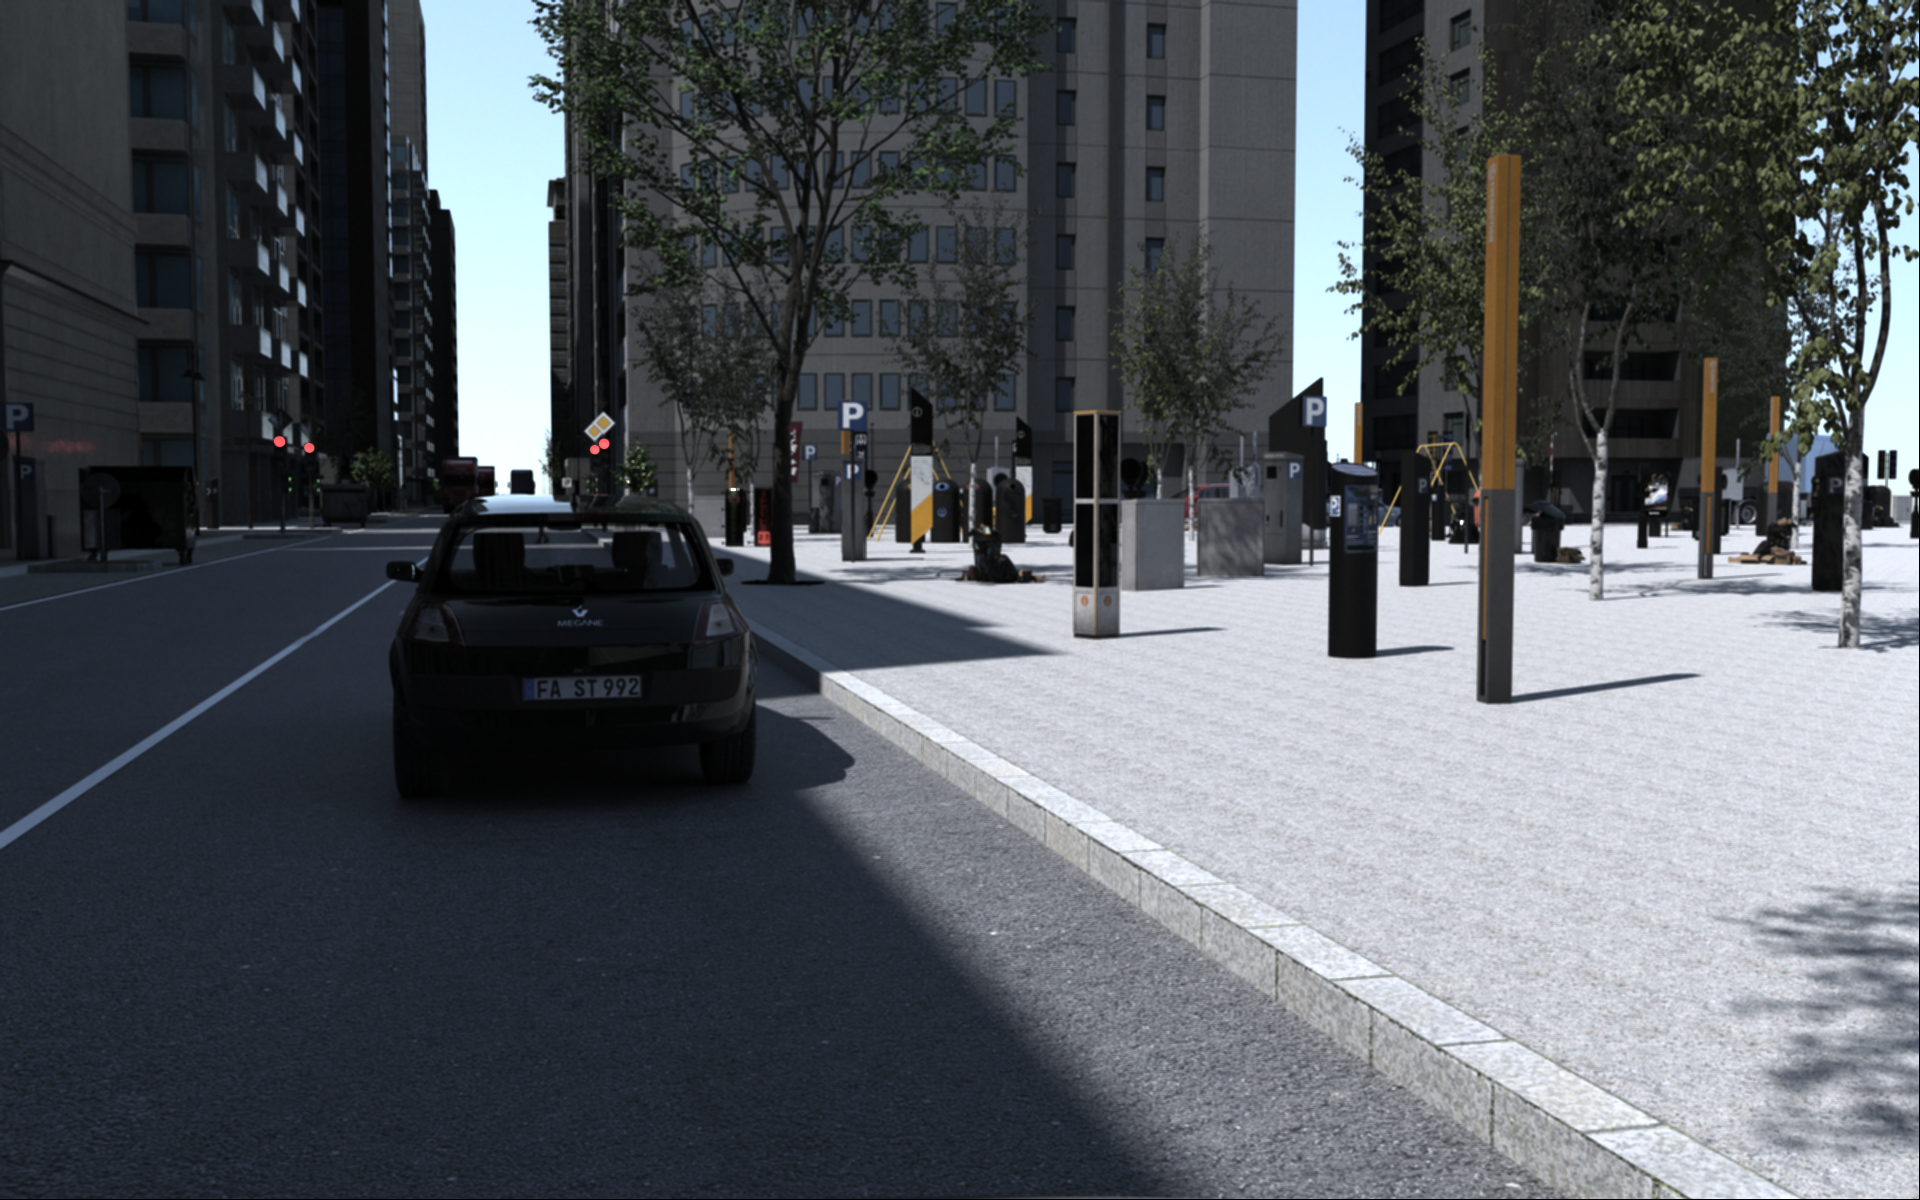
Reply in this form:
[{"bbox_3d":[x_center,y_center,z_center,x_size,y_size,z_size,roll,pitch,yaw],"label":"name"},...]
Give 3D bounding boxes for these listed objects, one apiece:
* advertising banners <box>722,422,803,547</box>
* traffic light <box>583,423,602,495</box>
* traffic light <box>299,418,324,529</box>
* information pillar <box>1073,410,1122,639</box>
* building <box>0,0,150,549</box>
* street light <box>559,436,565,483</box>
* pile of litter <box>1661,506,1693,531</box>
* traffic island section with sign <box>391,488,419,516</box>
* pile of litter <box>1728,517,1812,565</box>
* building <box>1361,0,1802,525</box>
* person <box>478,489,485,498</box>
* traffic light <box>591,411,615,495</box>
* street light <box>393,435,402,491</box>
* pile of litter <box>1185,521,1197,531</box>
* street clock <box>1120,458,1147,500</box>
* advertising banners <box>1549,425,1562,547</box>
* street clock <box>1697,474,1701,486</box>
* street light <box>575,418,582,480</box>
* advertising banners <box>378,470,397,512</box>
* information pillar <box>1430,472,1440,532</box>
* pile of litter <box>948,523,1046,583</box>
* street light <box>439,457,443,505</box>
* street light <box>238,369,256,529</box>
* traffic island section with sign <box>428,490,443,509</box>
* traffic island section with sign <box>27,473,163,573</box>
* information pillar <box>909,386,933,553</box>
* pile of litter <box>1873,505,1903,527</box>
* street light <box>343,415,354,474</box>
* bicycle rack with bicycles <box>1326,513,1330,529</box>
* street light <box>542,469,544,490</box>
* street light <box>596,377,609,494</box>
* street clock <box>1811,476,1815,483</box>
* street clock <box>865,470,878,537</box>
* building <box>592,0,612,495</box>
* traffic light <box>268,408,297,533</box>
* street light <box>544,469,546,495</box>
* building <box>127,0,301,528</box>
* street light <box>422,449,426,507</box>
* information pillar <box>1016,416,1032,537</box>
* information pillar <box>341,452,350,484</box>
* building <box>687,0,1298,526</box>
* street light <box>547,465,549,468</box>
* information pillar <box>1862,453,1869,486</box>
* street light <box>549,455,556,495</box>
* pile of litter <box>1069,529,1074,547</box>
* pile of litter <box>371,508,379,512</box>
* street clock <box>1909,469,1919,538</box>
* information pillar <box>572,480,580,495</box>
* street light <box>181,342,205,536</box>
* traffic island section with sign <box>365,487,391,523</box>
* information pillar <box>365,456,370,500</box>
[{"bbox_3d":[-4.797,-2.805,42.051,2.074,3.025,0.090,1,4,13],"label":"advertising banners"},{"bbox_3d":[-14.064,-4.753,66.628,0.839,4.253,0.868,-1,4,-14],"label":"traffic light"},{"bbox_3d":[-24.012,-4.599,64.119,0.839,4.253,0.868,-1,4,-14],"label":"traffic light"},{"bbox_3d":[1.218,-0.668,15.412,0.304,2.012,0.304,-3,4,-39],"label":"information pillar"},{"bbox_3d":[-37.765,-12.852,43.407,30.059,22.955,16.112,-1,4,-14],"label":"building"},{"bbox_3d":[-33.012,-10.449,143.626,0.468,5.910,1.993,-1,4,-14],"label":"street light"},{"bbox_3d":[25.499,-2.864,60.791,1.719,0.858,1.176,3,4,37],"label":"pile of litter"},{"bbox_3d":[-36.239,-6.359,112.599,1.989,1.847,2.006,-1,4,-14],"label":"traffic island section with sign"},{"bbox_3d":[14.958,-1.101,31.966,1.176,0.858,1.719,0,4,-4],"label":"pile of litter"},{"bbox_3d":[28.357,-18.927,81.155,14.107,30.474,14.160,-1,4,-14],"label":"building"},{"bbox_3d":[-34.077,-7.015,123.363,0.590,1.801,0.661,-1,4,-18],"label":"person"},{"bbox_3d":[-12.116,-4.279,58.883,0.839,4.253,0.868,-1,4,-14],"label":"traffic light"},{"bbox_3d":[-44.823,-10.135,138.500,0.468,5.910,1.993,-1,4,-14],"label":"street light"},{"bbox_3d":[8.276,-2.855,60.639,1.176,0.858,1.719,0,4,7],"label":"pile of litter"},{"bbox_3d":[3.424,-1.846,34.754,0.471,2.002,0.358,1,4,17],"label":"street clock"},{"bbox_3d":[13.977,-2.722,40.690,0.090,3.025,2.074,1,4,13],"label":"advertising banners"},{"bbox_3d":[24.731,-3.236,57.484,0.471,2.002,0.358,0,4,8],"label":"street clock"},{"bbox_3d":[-22.745,-7.979,103.240,0.468,5.910,1.993,-1,4,-14],"label":"street light"},{"bbox_3d":[-42.103,-8.036,127.572,0.090,3.025,2.074,1,4,22],"label":"advertising banners"},{"bbox_3d":[15.912,-3.282,58.153,0.304,2.012,0.304,0,4,5],"label":"information pillar"},{"bbox_3d":[0.551,-0.707,25.530,1.176,0.858,1.719,-2,4,-27],"label":"pile of litter"},{"bbox_3d":[-62.580,-14.455,209.125,0.468,5.910,1.993,-1,4,-14],"label":"street light"},{"bbox_3d":[-26.204,-5.568,63.823,0.468,5.910,1.993,-1,4,-14],"label":"street light"},{"bbox_3d":[-48.478,-9.337,161.291,1.989,1.847,2.006,-1,4,-14],"label":"traffic island section with sign"},{"bbox_3d":[-16.019,-1.442,32.201,1.989,1.847,2.006,-1,4,-14],"label":"traffic island section with sign"},{"bbox_3d":[-0.843,-2.831,37.639,0.504,3.616,0.183,0,4,4],"label":"information pillar"},{"bbox_3d":[35.516,-3.247,67.056,1.176,0.858,1.719,-3,5,-44],"label":"pile of litter"},{"bbox_3d":[-34.887,-7.715,98.920,0.468,5.910,1.993,-1,4,-14],"label":"street light"},{"bbox_3d":[12.081,-2.973,61.992,2.925,0.926,2.852,-2,4,-24],"label":"bicycle rack with bicycles"},{"bbox_3d":[-62.043,-17.505,258.988,0.468,5.910,1.993,-1,4,-14],"label":"street light"},{"bbox_3d":[-14.108,-5.842,68.307,0.468,5.910,1.993,-1,4,-14],"label":"street light"},{"bbox_3d":[32.515,-3.734,65.622,0.471,2.002,0.358,-1,4,-9],"label":"street clock"},{"bbox_3d":[-2.687,-2.870,51.498,0.471,2.002,0.358,0,4,3],"label":"street clock"},{"bbox_3d":[-13.692,-20.001,98.715,14.160,30.474,14.107,-1,4,-14],"label":"building"},{"bbox_3d":[-22.065,-4.126,56.374,0.839,4.253,0.868,-1,4,-14],"label":"traffic light"},{"bbox_3d":[-53.179,-15.372,224.111,0.468,5.910,1.993,-1,4,-14],"label":"street light"},{"bbox_3d":[-41.338,-27.841,74.801,23.786,49.044,30.456,-1,4,-14],"label":"building"},{"bbox_3d":[-53.836,-12.320,174.218,0.468,5.910,1.993,-1,4,-14],"label":"street light"},{"bbox_3d":[1.907,-3.696,51.792,0.504,3.616,0.183,1,4,12],"label":"information pillar"},{"bbox_3d":[-34.387,-6.457,96.923,0.183,3.616,0.504,2,4,32],"label":"information pillar"},{"bbox_3d":[-1.710,-32.924,80.308,28.212,58.520,21.231,-1,4,-14],"label":"building"},{"bbox_3d":[-50.485,-14.719,213.444,0.468,5.910,1.993,-1,4,-14],"label":"street light"},{"bbox_3d":[47.416,-6.094,90.990,0.504,3.616,0.183,1,4,18],"label":"information pillar"},{"bbox_3d":[-41.857,-12.582,178.508,0.468,5.910,1.993,-1,4,-14],"label":"street light"},{"bbox_3d":[3.289,-1.723,42.135,1.176,0.858,1.719,3,5,40],"label":"pile of litter"},{"bbox_3d":[-42.170,-6.682,123.213,1.719,0.858,1.176,-1,4,-22],"label":"pile of litter"},{"bbox_3d":[27.672,-2.786,50.118,0.358,2.002,0.471,0,4,-2],"label":"street clock"},{"bbox_3d":[-20.049,-5.257,90.442,0.304,2.012,0.304,-3,5,-42],"label":"information pillar"},{"bbox_3d":[-23.405,-4.906,52.996,0.468,5.910,1.993,-1,4,-14],"label":"street light"},{"bbox_3d":[-29.589,-4.743,86.176,1.989,1.847,2.006,-1,4,-14],"label":"traffic island section with sign"},{"bbox_3d":[-36.863,-7.117,107.712,0.183,3.616,0.504,-3,5,-40],"label":"information pillar"}]
